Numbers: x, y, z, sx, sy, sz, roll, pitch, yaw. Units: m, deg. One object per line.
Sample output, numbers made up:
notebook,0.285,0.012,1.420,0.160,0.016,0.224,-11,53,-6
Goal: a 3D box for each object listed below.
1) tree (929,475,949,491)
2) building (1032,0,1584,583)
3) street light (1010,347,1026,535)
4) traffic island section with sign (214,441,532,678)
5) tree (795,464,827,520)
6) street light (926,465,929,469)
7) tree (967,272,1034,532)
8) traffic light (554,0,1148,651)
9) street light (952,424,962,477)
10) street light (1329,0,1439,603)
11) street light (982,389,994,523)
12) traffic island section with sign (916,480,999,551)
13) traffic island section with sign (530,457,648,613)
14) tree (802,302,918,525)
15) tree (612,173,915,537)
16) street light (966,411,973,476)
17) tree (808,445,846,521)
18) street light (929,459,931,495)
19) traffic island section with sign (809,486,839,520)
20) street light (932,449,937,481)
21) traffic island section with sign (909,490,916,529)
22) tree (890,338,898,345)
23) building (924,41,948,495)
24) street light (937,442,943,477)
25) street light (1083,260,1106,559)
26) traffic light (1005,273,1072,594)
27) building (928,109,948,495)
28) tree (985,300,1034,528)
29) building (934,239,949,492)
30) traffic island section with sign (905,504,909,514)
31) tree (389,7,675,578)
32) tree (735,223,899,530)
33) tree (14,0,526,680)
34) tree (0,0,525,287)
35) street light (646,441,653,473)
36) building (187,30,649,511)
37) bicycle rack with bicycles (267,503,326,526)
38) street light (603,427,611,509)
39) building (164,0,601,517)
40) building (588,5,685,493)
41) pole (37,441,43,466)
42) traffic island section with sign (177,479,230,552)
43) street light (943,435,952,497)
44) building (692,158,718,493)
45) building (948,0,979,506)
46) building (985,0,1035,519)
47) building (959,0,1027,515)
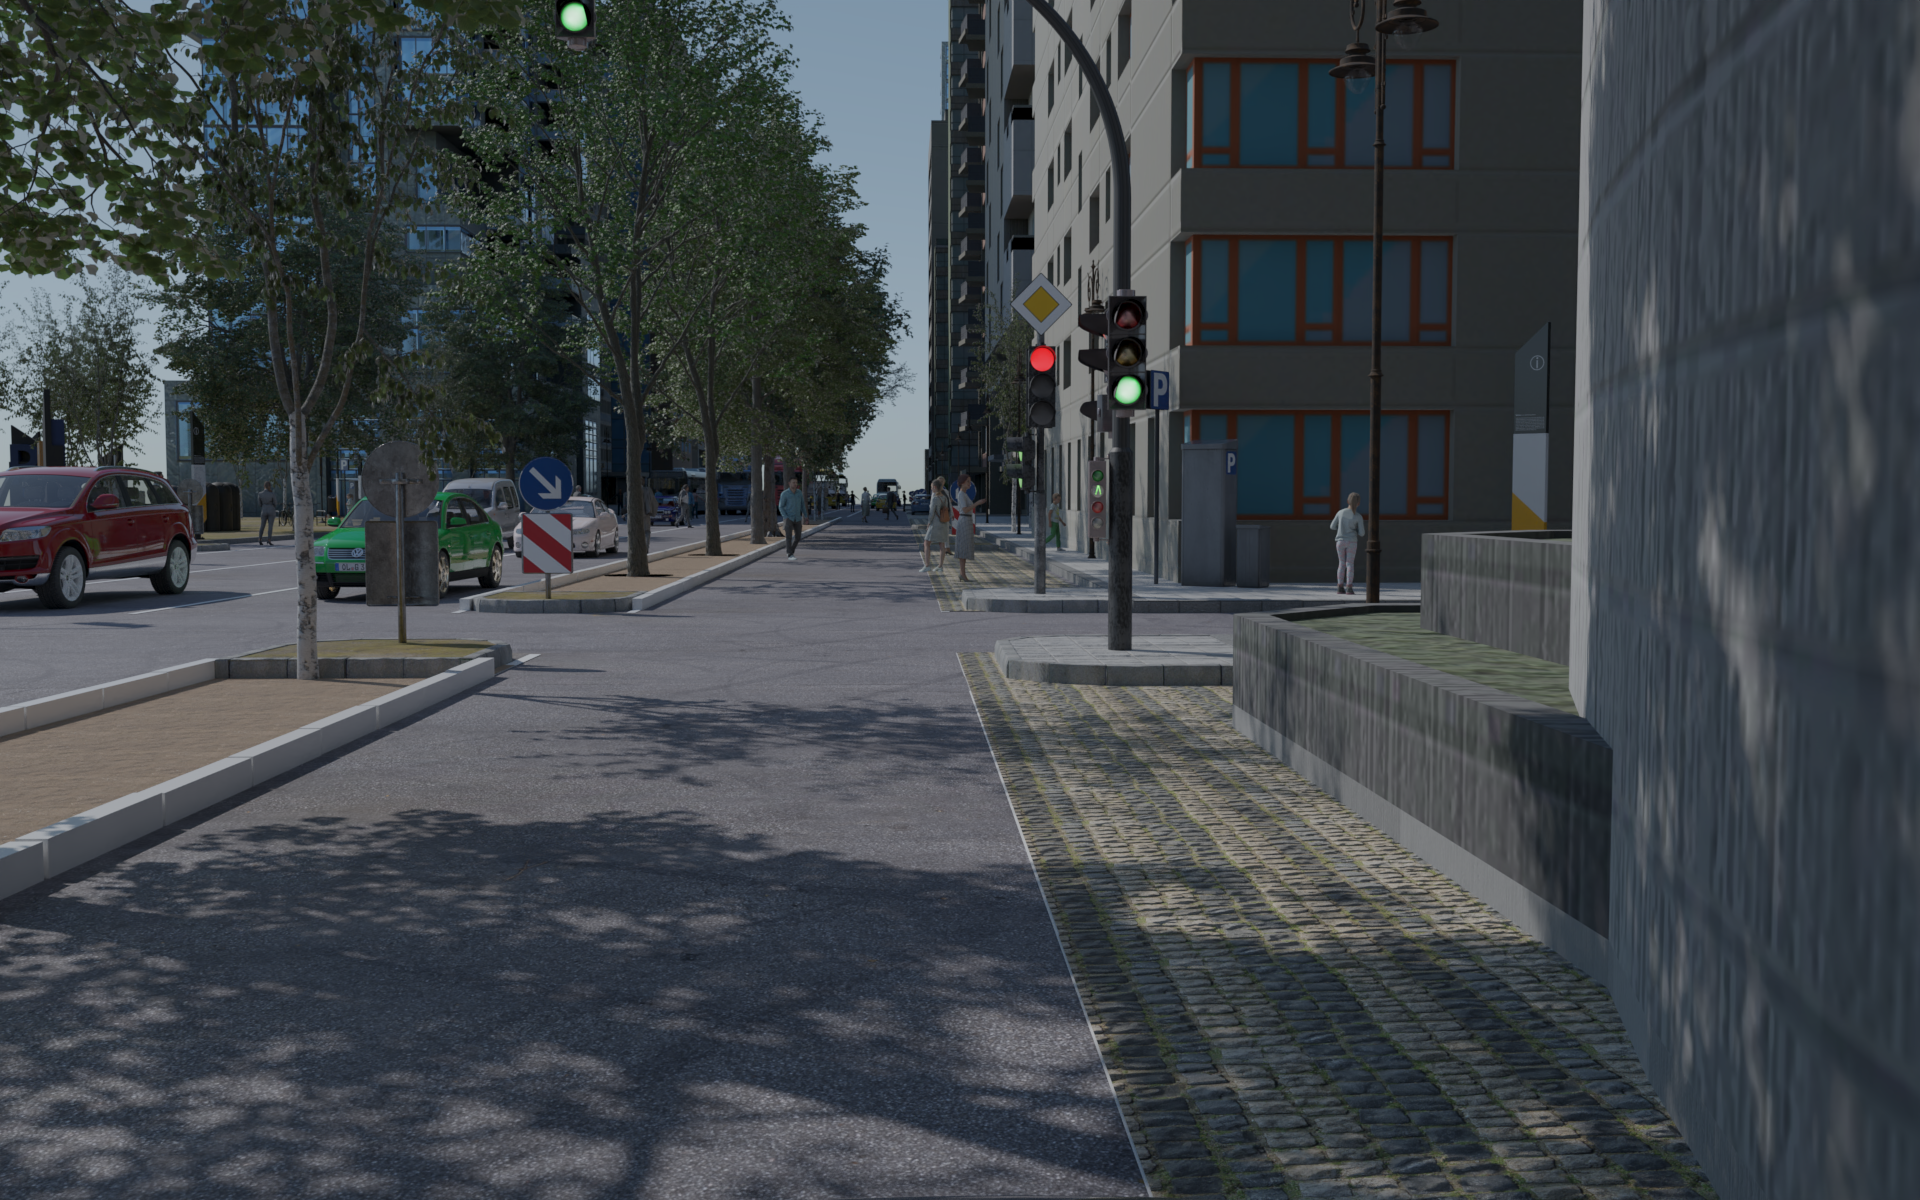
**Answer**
tree,-2.049,-11.536,183.219,1.663,3.219,1.824,0,3,0
building,17.094,-11.837,38.580,28.899,21.520,27.650,0,4,-2
street light,1.871,-5.012,54.738,0.468,5.910,1.993,0,4,-2
traffic island section with sign,-4.800,-0.379,14.329,2.006,1.907,1.989,0,4,-2
tree,-7.575,-8.695,94.989,4.737,8.622,4.395,0,3,0
street light,-3.772,-14.862,215.783,0.468,5.910,1.993,0,4,-2
tree,2.032,-6.619,58.588,4.360,8.622,3.978,0,3,0
traffic light,-0.796,-2.404,13.975,4.771,5.953,1.251,0,4,-2
street light,-0.076,-8.532,112.286,0.468,5.910,1.993,0,4,-2
street light,3.350,-2.514,13.897,0.468,5.910,1.993,0,4,-2
street light,1.200,-6.316,76.048,0.468,5.910,1.993,0,4,-2
traffic island section with sign,-0.055,-2.186,44.361,1.989,1.847,2.006,0,4,-2
traffic island section with sign,-5.051,-0.832,21.732,2.006,1.907,1.989,0,4,-2
tree,-7.149,-10.188,79.403,12.009,13.543,11.850,0,3,0
tree,-6.317,-8.419,57.110,9.611,12.733,9.660,0,3,0
street light,0.516,-7.573,96.606,0.468,5.910,1.993,0,4,-2
tree,-7.563,-8.411,90.347,4.360,8.622,3.978,0,3,0
street light,-3.001,-13.614,195.379,0.468,5.910,1.993,0,4,-2
traffic island section with sign,-7.701,-5.424,96.824,2.006,1.907,1.989,0,4,-2
street light,-2.334,-12.276,173.498,0.468,5.910,1.993,0,4,-2
traffic island section with sign,-0.991,-3.833,71.300,1.989,1.847,2.006,0,4,-2
tree,-5.641,-7.824,48.500,7.486,12.596,7.792,0,3,0
building,6.310,-56.721,240.051,22.319,86.520,31.000,0,4,-2
street light,-1.551,-11.028,153.095,0.468,5.910,1.993,0,4,-2
street light,2.628,-3.764,34.334,0.468,5.910,1.993,0,4,-2
traffic light,1.011,-2.034,22.170,0.839,4.253,0.868,0,4,-2
building,6.899,-36.163,214.964,21.300,48.544,21.600,0,4,-2
tree,2.758,-7.038,65.428,4.737,8.622,4.395,0,3,0
building,4.058,-26.029,197.281,14.160,30.474,14.107,0,4,-2
traffic island section with sign,-2.781,-6.929,121.910,1.989,1.847,2.006,0,4,-2
tree,-5.677,-6.207,29.695,9.928,11.665,9.643,0,3,0
tree,-6.711,-9.741,68.385,9.857,13.997,8.962,0,3,0
tree,-5.000,-3.672,12.850,4.360,8.622,3.978,0,3,0
tree,-4.183,-5.214,5.830,7.486,12.596,7.792,0,3,0
street light,-25.196,-10.261,140.549,0.468,5.910,1.993,0,4,-2
building,-41.465,-27.339,138.877,32.217,40.220,23.993,0,4,-2
bicycle rack with bicycles,-26.749,-3.446,69.717,2.852,0.926,2.925,-2,4,-30
street light,-24.271,-8.953,119.164,0.468,5.910,1.993,0,4,-2
building,-35.220,-48.769,110.049,22.319,86.520,31.000,0,4,-2
building,-32.425,-31.071,158.128,14.600,45.320,14.200,0,4,-2
pole,-35.237,-4.440,66.432,0.158,3.312,0.155,0,3,0
traffic island section with sign,-19.662,-2.152,43.812,1.989,1.847,2.006,0,4,-2
street light,-0.819,-9.780,132.690,0.468,5.910,1.993,0,4,-2
building,-38.357,-34.618,189.708,21.300,48.544,21.600,0,4,-2
building,6.045,-27.786,137.898,14.154,41.232,14.086,0,4,-2
building,15.243,-30.221,83.346,28.713,52.752,27.495,0,4,-2
building,11.184,-28.251,116.520,22.147,44.769,28.867,0,4,-2
